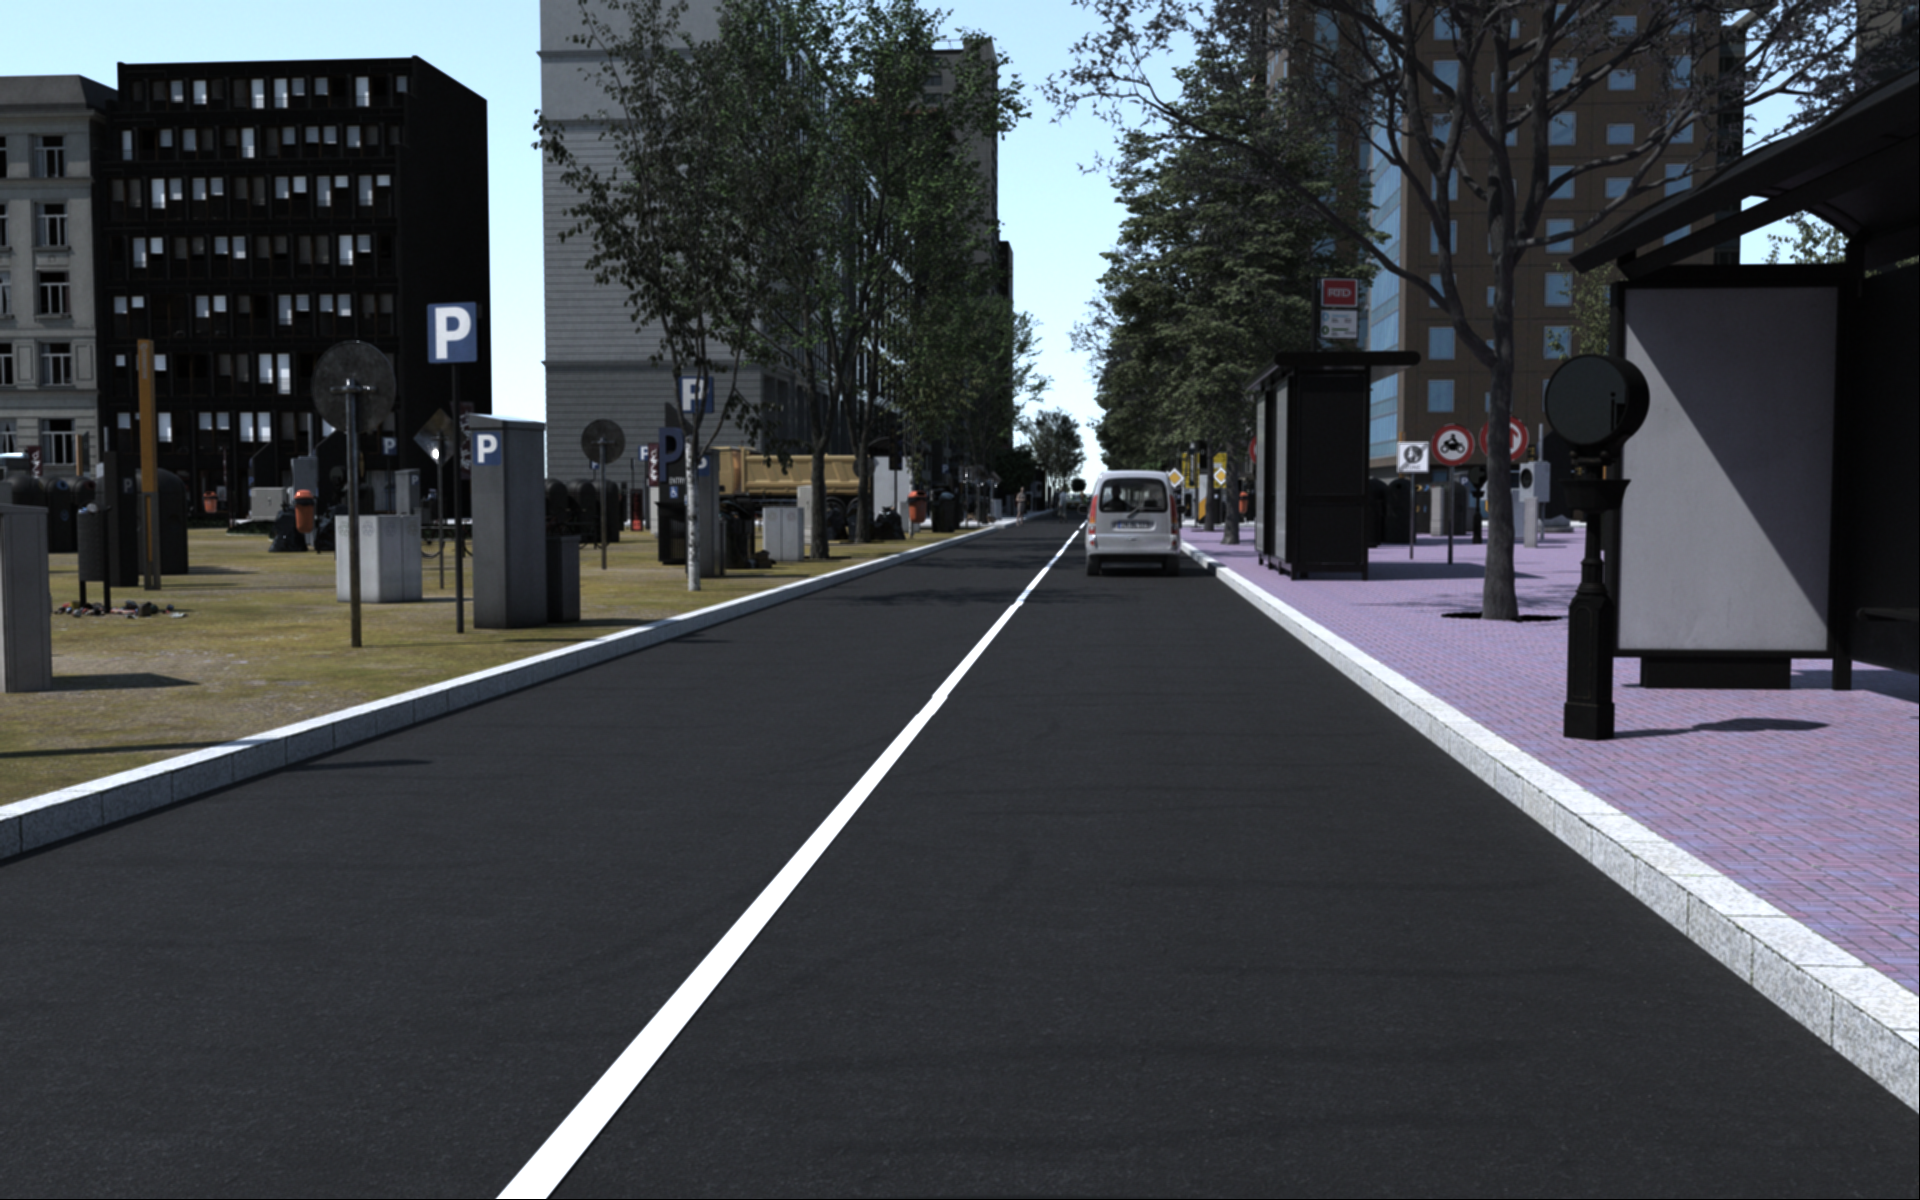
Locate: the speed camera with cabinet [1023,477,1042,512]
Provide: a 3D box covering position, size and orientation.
[{"bbox_3d":[4.971,-7.852,122.721,0.660,3.252,2.038,3,5,40],"label":"speed camera with cabinet"}]

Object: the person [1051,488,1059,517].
[{"bbox_3d":[6.178,-6.243,110.689,0.709,1.813,0.853,1,4,15],"label":"person"}]

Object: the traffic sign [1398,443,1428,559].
[{"bbox_3d":[8.904,-1.955,34.094,0.606,2.300,0.079,0,4,7],"label":"traffic sign"}]

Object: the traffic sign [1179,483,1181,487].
[{"bbox_3d":[12.868,-6.212,101.676,0.768,2.556,0.104,1,4,9],"label":"traffic sign"}]

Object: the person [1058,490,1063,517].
[{"bbox_3d":[6.359,-6.085,108.998,0.512,1.701,0.522,3,5,41],"label":"person"}]

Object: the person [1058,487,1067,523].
[{"bbox_3d":[5.162,-4.750,86.395,0.478,1.798,0.641,-1,4,-19],"label":"person"}]

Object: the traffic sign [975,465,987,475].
[{"bbox_3d":[0.798,-4.566,74.768,0.768,2.556,0.104,1,4,8],"label":"traffic sign"}]

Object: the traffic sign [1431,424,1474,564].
[{"bbox_3d":[8.947,-1.922,31.528,0.768,2.556,0.104,0,4,7],"label":"traffic sign"}]

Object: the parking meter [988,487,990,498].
[{"bbox_3d":[2.233,-7.412,126.893,0.255,1.863,0.399,3,5,40],"label":"parking meter"}]

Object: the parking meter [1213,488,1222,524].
[{"bbox_3d":[10.878,-3.960,73.164,0.372,1.533,0.369,0,3,0],"label":"parking meter"}]

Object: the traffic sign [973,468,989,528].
[{"bbox_3d":[0.727,-3.816,66.036,0.795,2.450,0.064,0,4,5],"label":"traffic sign"}]

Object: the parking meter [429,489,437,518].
[{"bbox_3d":[-25.726,-4.656,84.543,0.372,1.533,0.369,0,3,0],"label":"parking meter"}]

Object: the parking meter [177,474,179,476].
[{"bbox_3d":[-23.347,-2.789,51.316,0.399,1.863,0.255,-1,4,-16],"label":"parking meter"}]

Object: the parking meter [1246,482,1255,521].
[{"bbox_3d":[13.855,-4.706,82.653,0.399,1.863,0.255,-3,4,-36],"label":"parking meter"}]

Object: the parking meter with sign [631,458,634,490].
[{"bbox_3d":[-15.115,-5.396,84.480,1.738,3.016,0.543,0,4,-5],"label":"parking meter with sign"}]

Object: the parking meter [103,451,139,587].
[{"bbox_3d":[-11.601,-1.116,23.963,0.255,1.863,0.399,1,4,12],"label":"parking meter"}]

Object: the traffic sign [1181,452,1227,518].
[{"bbox_3d":[11.817,-5.492,83.668,2.265,3.308,0.079,1,4,11],"label":"traffic sign"}]

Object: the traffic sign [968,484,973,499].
[{"bbox_3d":[0.842,-6.926,113.241,0.884,2.594,0.081,1,4,13],"label":"traffic sign"}]

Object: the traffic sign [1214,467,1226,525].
[{"bbox_3d":[10.962,-4.375,72.723,0.795,2.450,0.064,1,4,11],"label":"traffic sign"}]

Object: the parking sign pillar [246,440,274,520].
[{"bbox_3d":[-34.682,-5.962,85.950,1.447,3.967,1.447,1,4,23],"label":"parking sign pillar"}]

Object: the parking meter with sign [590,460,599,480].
[{"bbox_3d":[-18.256,-5.350,83.736,1.738,3.016,0.543,2,4,33],"label":"parking meter with sign"}]

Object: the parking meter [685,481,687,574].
[{"bbox_3d":[-4.250,-1.196,27.967,0.372,1.533,0.369,0,3,0],"label":"parking meter"}]

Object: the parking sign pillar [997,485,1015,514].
[{"bbox_3d":[3.119,-7.698,114.335,1.447,3.967,1.447,2,4,32],"label":"parking sign pillar"}]

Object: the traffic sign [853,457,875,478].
[{"bbox_3d":[-3.213,-3.532,57.861,0.768,2.556,0.104,1,4,10],"label":"traffic sign"}]

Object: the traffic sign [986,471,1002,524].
[{"bbox_3d":[1.410,-4.303,73.992,0.795,2.450,0.064,0,4,5],"label":"traffic sign"}]

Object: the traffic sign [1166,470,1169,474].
[{"bbox_3d":[8.776,-4.263,73.341,0.795,2.450,0.064,0,4,5],"label":"traffic sign"}]

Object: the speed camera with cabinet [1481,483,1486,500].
[{"bbox_3d":[19.650,-4.144,62.086,2.038,3.252,0.660,-2,4,-25],"label":"speed camera with cabinet"}]

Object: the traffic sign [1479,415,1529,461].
[{"bbox_3d":[8.729,-1.698,27.874,0.768,2.556,0.104,1,4,9],"label":"traffic sign"}]

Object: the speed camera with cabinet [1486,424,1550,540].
[{"bbox_3d":[15.953,-3.365,49.355,0.660,3.252,2.038,-1,4,-17],"label":"speed camera with cabinet"}]

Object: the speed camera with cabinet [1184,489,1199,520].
[{"bbox_3d":[11.624,-5.706,87.637,0.660,3.252,2.038,3,5,40],"label":"speed camera with cabinet"}]

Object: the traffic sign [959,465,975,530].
[{"bbox_3d":[0.242,-3.616,61.249,0.606,2.300,0.079,1,4,14],"label":"traffic sign"}]

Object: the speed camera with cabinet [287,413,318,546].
[{"bbox_3d":[-16.374,-2.980,43.066,0.660,3.252,2.038,-2,4,-25],"label":"speed camera with cabinet"}]

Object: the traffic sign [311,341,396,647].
[{"bbox_3d":[-5.059,-0.877,14.440,0.768,2.556,0.104,1,4,11],"label":"traffic sign"}]

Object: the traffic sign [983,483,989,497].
[{"bbox_3d":[1.818,-7.419,121.413,0.768,2.556,0.104,1,4,14],"label":"traffic sign"}]

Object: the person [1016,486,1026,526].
[{"bbox_3d":[2.779,-4.233,78.045,0.599,1.781,0.374,-2,4,-33],"label":"person"}]

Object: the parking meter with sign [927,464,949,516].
[{"bbox_3d":[-1.337,-6.434,101.454,0.543,3.016,1.738,-2,4,-34],"label":"parking meter with sign"}]

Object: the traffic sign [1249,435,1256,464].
[{"bbox_3d":[6.177,-2.121,34.785,0.768,2.556,0.104,1,4,9],"label":"traffic sign"}]

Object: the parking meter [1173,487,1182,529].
[{"bbox_3d":[8.049,-3.419,64.314,0.372,1.533,0.369,0,3,0],"label":"parking meter"}]

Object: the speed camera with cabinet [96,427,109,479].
[{"bbox_3d":[-25.187,-3.425,50.340,0.660,3.252,2.038,1,4,21],"label":"speed camera with cabinet"}]

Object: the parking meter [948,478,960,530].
[{"bbox_3d":[-0.209,-3.423,61.670,0.255,1.863,0.399,3,5,42],"label":"parking meter"}]

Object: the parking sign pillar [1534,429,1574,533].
[{"bbox_3d":[19.673,-4.224,57.529,1.447,3.967,1.447,-2,4,-26],"label":"parking sign pillar"}]

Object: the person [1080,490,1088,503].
[{"bbox_3d":[11.572,-9.547,164.693,1.348,1.812,0.705,2,4,33],"label":"person"}]

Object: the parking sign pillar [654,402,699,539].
[{"bbox_3d":[-8.189,-3.789,50.417,1.447,3.967,1.447,3,5,39],"label":"parking sign pillar"}]

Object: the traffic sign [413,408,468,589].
[{"bbox_3d":[-6.999,-1.355,23.338,0.795,2.450,0.064,1,4,11],"label":"traffic sign"}]

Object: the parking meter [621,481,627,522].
[{"bbox_3d":[-15.396,-4.507,79.392,0.255,1.863,0.399,-1,4,-12],"label":"parking meter"}]

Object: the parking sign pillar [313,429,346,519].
[{"bbox_3d":[-24.333,-4.785,66.709,1.447,3.967,1.447,2,4,30],"label":"parking sign pillar"}]

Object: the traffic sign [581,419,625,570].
[{"bbox_3d":[-6.053,-1.790,29.378,0.768,2.556,0.104,0,4,5],"label":"traffic sign"}]

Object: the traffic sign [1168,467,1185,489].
[{"bbox_3d":[8.093,-3.776,65.386,0.795,2.450,0.064,0,4,5],"label":"traffic sign"}]

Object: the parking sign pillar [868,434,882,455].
[{"bbox_3d":[-4.089,-5.458,77.706,1.447,3.967,1.447,1,4,16],"label":"parking sign pillar"}]

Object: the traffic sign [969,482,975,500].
[{"bbox_3d":[0.835,-6.515,107.707,0.795,2.450,0.064,1,4,8],"label":"traffic sign"}]
